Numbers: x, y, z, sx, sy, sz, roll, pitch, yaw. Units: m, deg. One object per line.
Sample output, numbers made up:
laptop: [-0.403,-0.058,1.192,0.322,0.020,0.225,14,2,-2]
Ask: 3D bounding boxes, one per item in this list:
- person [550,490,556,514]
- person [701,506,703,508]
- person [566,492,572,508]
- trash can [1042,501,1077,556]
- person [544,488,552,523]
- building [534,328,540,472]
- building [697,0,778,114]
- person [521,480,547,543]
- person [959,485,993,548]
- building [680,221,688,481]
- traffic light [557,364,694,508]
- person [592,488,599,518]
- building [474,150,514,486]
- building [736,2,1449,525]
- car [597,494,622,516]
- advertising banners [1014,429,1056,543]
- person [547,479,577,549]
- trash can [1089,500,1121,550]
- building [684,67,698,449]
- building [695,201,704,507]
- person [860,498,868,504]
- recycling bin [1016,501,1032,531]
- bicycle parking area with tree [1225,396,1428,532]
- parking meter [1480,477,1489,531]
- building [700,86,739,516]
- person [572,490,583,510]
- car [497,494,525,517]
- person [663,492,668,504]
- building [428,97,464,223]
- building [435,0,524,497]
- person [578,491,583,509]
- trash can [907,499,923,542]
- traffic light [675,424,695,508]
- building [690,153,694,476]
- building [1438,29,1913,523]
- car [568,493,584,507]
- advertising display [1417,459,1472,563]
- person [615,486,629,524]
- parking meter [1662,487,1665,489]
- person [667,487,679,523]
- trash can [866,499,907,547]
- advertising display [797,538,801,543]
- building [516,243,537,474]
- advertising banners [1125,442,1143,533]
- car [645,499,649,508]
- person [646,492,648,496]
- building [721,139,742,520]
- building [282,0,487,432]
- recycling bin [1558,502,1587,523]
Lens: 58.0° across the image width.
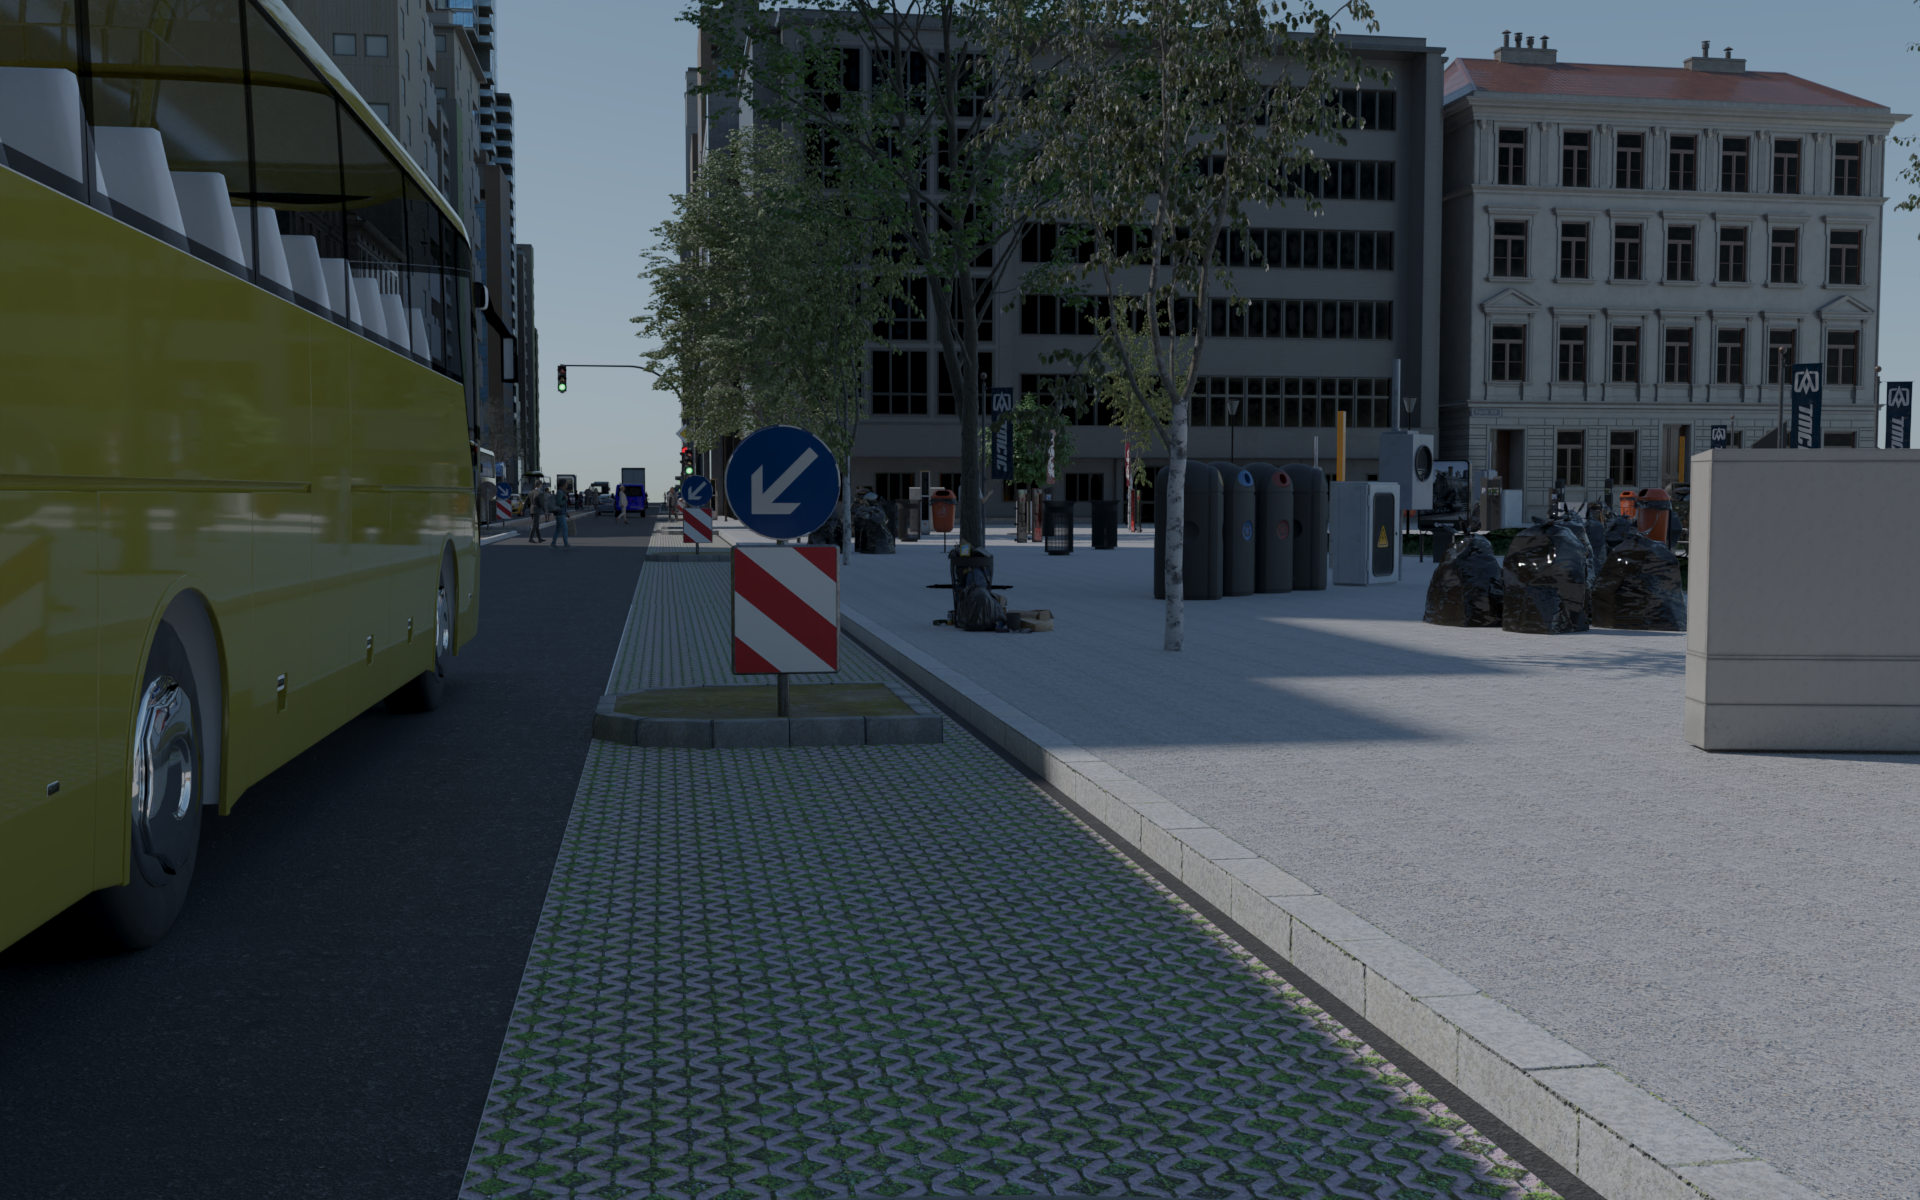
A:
person: [-29.210,-7.028,124.252,0.563,1.720,0.643,1,4,14]
person: [-22.276,-8.697,148.773,0.617,1.759,0.750,-1,4,-16]
person: [-41.090,-10.525,182.057,0.593,1.643,0.415,-1,4,-18]
trash can: [2.079,-1.508,36.316,0.748,1.137,0.748,0,3,0]
person: [-20.227,-4.660,85.268,0.480,1.755,0.524,2,4,35]
building: [-77.715,-31.605,288.439,14.160,30.474,14.107,-1,4,-10]
building: [-16.854,-31.137,159.194,14.600,45.320,14.200,-1,4,-10]
person: [-12.350,-2.590,50.627,0.659,1.850,0.755,3,4,39]
person: [0.244,-1.367,28.961,0.480,1.755,0.524,2,4,33]
building: [-36.081,-40.826,291.205,21.300,48.544,21.600,-1,4,-10]
traffic light: [-11.699,-5.282,61.023,4.771,5.953,1.251,-1,4,-10]
person: [-21.462,-5.690,101.709,0.526,1.800,0.537,2,4,24]
building: [-66.860,-35.385,228.649,14.600,45.320,14.200,-1,4,-10]
building: [5.363,-15.863,78.435,30.058,24.678,14.314,-1,4,-10]
car: [-23.557,-6.389,116.456,2.014,1.417,4.499,-1,4,-10]
advertising banners: [2.040,-3.050,46.050,0.090,3.025,2.074,2,4,35]
person: [-10.219,-2.204,44.515,0.713,1.824,0.794,0,4,4]
trash can: [3.347,-1.739,40.092,0.748,1.137,0.748,0,3,0]
building: [-27.563,-42.824,242.163,21.231,58.520,28.212,-1,4,-10]
building: [-19.408,-24.578,173.544,14.160,30.474,14.107,-1,4,-10]
person: [-3.068,-2.578,53.699,0.738,1.151,1.012,0,4,-4]
recycling bin: [2.412,-2.944,60.692,0.722,1.027,0.722,-1,4,-15]
bicycle parking area with tree: [10.804,-3.966,51.849,8.231,4.147,9.016,2,4,30]
parking meter: [18.199,-3.313,59.874,0.255,1.863,0.399,-2,4,-26]
building: [-10.297,-17.941,111.364,12.078,24.808,19.932,-1,4,-10]
person: [-34.647,-9.058,156.614,1.348,1.822,0.705,2,4,35]
car: [-28.871,-6.159,110.929,2.015,1.641,3.980,-1,4,-9]
person: [-41.911,-14.514,246.481,1.217,1.739,0.721,3,5,43]
building: [-57.360,-29.926,172.879,14.154,41.232,14.086,-1,4,-10]
building: [-74.614,-57.330,250.014,22.319,86.520,31.000,-1,4,-10]
person: [-35.684,-9.396,163.043,0.541,1.710,0.530,2,4,30]
trash can: [-1.365,-2.136,46.571,0.748,1.137,0.748,0,3,0]
traffic light: [-10.996,-4.921,69.385,0.839,4.253,0.868,-1,4,-10]
building: [-25.654,-34.331,211.428,14.600,45.320,14.200,-1,4,-10]
building: [30.884,-14.985,81.154,21.152,22.565,11.583,-1,4,-10]
car: [-41.490,-10.834,186.176,2.155,1.783,4.494,-1,4,-10]
advertising display: [9.008,-1.652,32.217,0.974,1.923,0.123,2,4,34]
person: [-16.191,-4.554,82.843,0.818,1.842,0.514,-3,4,-37]
parking meter: [26.840,-3.510,65.805,0.372,1.533,0.369,0,3,0]
person: [-14.191,-4.721,85.864,0.709,1.800,0.728,1,4,19]
trash can: [-1.789,-1.731,39.951,0.748,1.137,0.748,0,3,0]
advertising display: [-4.270,-2.480,45.770,0.123,1.923,0.974,0,4,-6]
building: [-74.928,-36.130,274.311,14.154,41.232,14.086,-1,4,-10]
advertising banners: [5.812,-3.782,58.019,0.090,3.025,2.074,-1,4,-9]
car: [-32.379,-9.934,175.006,1.945,1.354,3.894,-1,4,-10]
person: [-47.713,-15.587,263.428,0.705,1.814,1.350,1,4,17]
building: [-6.414,-16.137,93.511,12.332,23.373,15.834,-1,4,-10]
building: [-68.019,-36.869,192.042,28.713,52.752,27.495,-1,4,-10]
recycling bin: [18.532,-2.437,52.405,0.722,1.027,0.722,2,4,28]
